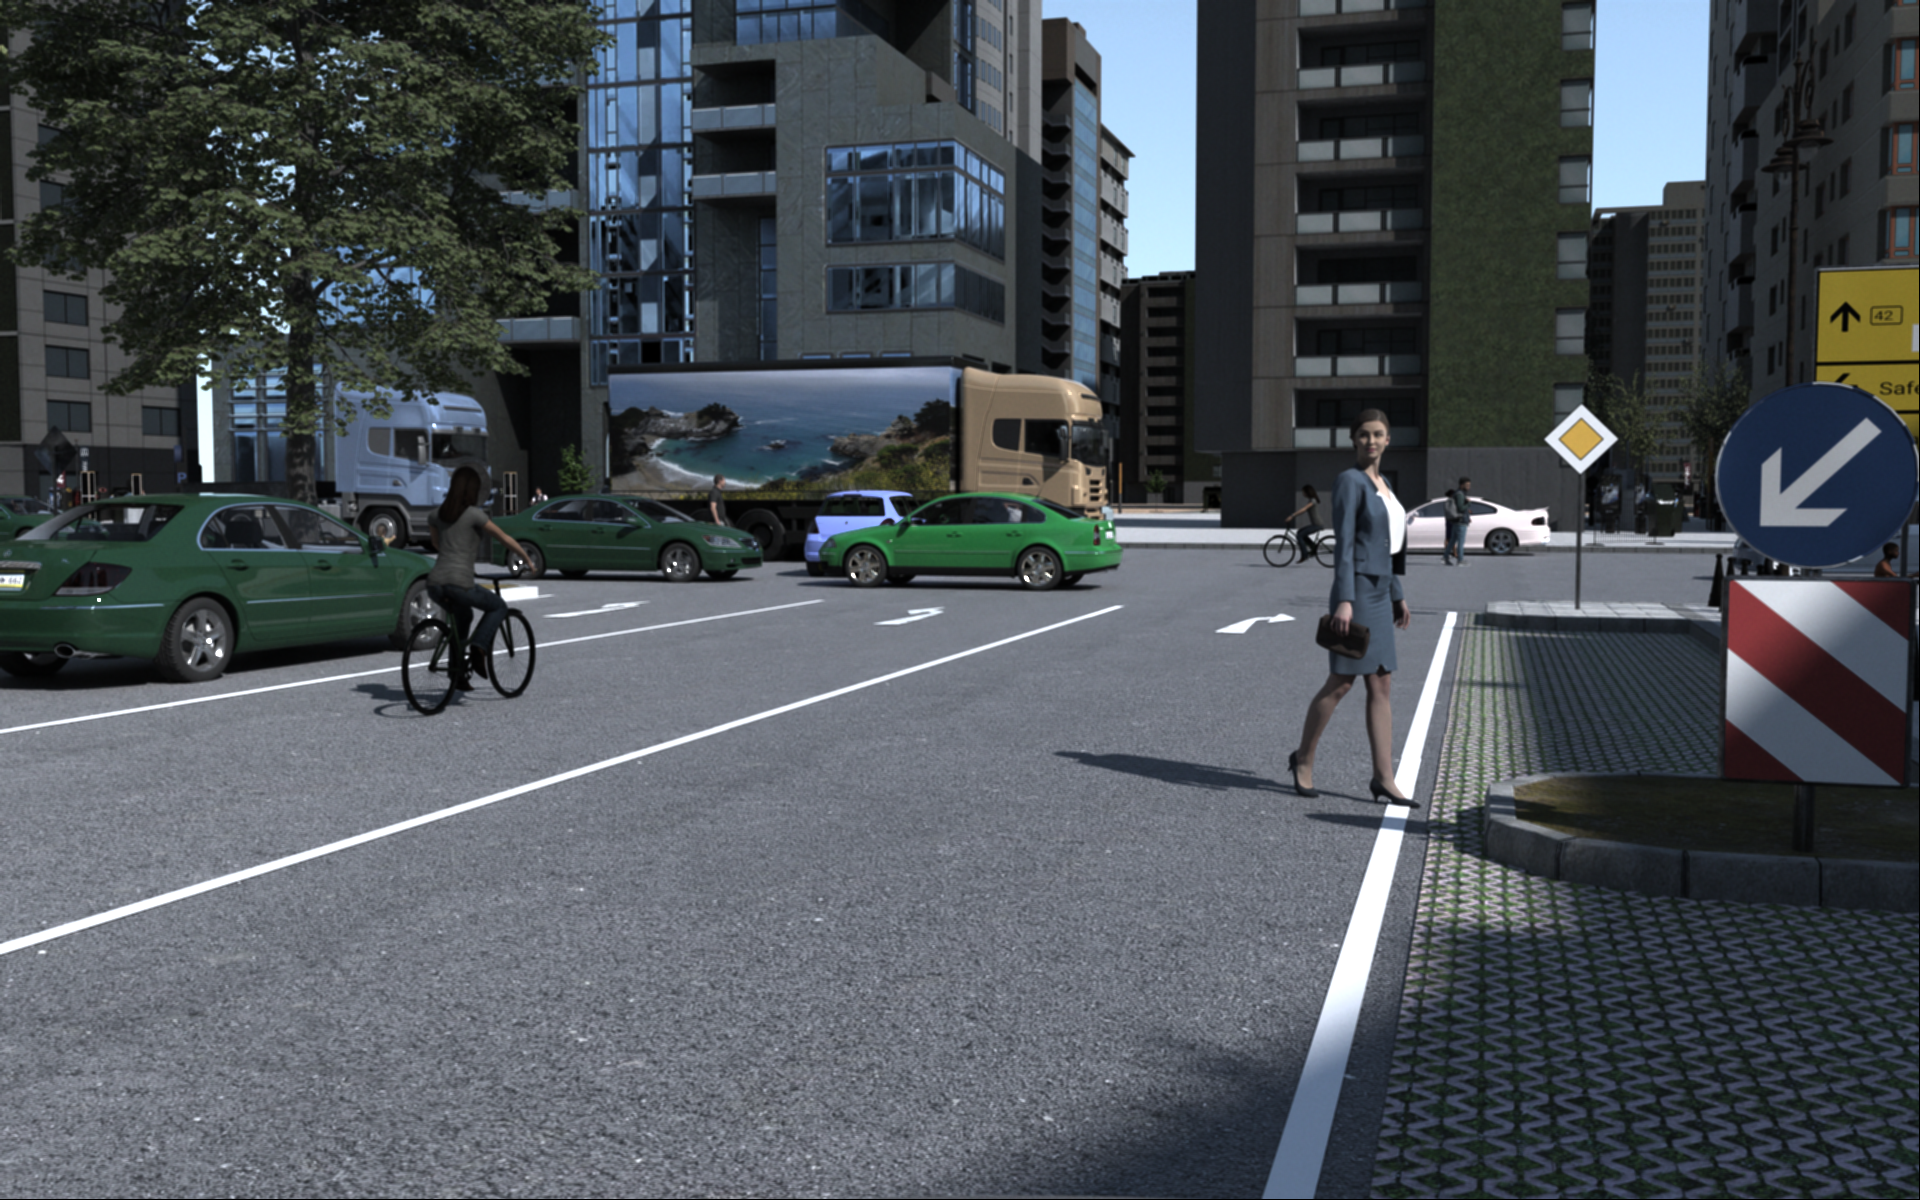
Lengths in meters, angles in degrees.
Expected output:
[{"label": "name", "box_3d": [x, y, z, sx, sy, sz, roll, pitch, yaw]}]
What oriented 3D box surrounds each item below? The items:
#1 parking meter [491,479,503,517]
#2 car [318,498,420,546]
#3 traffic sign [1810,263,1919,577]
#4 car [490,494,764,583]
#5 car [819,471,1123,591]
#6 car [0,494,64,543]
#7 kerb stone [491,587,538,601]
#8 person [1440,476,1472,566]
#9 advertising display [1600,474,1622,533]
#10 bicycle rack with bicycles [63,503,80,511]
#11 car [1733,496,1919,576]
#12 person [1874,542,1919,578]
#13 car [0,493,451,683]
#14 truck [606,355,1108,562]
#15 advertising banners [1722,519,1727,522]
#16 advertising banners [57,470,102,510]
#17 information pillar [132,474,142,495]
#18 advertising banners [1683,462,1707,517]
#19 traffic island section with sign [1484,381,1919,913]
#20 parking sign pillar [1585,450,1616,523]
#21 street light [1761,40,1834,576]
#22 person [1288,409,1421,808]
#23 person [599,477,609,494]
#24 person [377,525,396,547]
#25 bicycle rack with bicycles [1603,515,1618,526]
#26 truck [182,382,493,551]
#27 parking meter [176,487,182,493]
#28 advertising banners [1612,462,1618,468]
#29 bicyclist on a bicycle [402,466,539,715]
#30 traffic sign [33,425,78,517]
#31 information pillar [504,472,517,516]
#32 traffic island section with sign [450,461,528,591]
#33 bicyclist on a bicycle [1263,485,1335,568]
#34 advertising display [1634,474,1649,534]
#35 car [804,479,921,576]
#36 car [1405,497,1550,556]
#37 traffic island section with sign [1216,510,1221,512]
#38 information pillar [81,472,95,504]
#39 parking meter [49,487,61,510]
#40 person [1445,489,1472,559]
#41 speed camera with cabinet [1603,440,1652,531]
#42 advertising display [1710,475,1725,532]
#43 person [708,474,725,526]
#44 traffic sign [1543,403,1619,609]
[{"label": "parking meter", "box_3d": [-17.681, -3.698, 66.178, 0.399, 1.863, 0.255, 1, 4, 13]}, {"label": "car", "box_3d": [-16.458, -2.285, 47.583, 3.980, 1.641, 2.015, 1, 4, 19]}, {"label": "traffic sign", "box_3d": [8.709, -1.308, 15.255, 2.265, 3.308, 0.079, 1, 4, 17]}, {"label": "car", "box_3d": [-5.681, -1.064, 29.200, 4.920, 1.459, 2.131, 1, 4, 16]}, {"label": "car", "box_3d": [0.123, -1.095, 26.708, 4.718, 1.807, 1.959, 1, 4, 17]}, {"label": "car", "box_3d": [-22.054, -1.727, 40.039, 4.920, 1.459, 2.131, 1, 4, 15]}, {"label": "kerb stone", "box_3d": [-6.039, -0.079, 23.488, 0.120, 0.150, 1.000, 1, 4, 17]}, {"label": "person", "box_3d": [9.971, -1.573, 34.569, 0.721, 1.781, 0.623, -1, 4, -9]}, {"label": "advertising display", "box_3d": [21.384, -3.162, 56.912, 0.123, 1.923, 0.974, -1, 4, -16]}, {"label": "bicycle rack with bicycles", "box_3d": [-37.808, -3.572, 71.789, 2.852, 0.926, 2.925, -3, 5, -43]}, {"label": "car", "box_3d": [15.041, -0.991, 28.202, 4.499, 1.417, 2.014, 1, 4, 18]}, {"label": "person", "box_3d": [11.686, -0.295, 21.607, 0.655, 0.850, 0.859, 2, 4, 33]}, {"label": "car", "box_3d": [-6.183, -0.181, 14.752, 2.131, 1.459, 4.920, 1, 4, 18]}, {"label": "truck", "box_3d": [-1.913, -2.931, 36.841, 11.283, 4.237, 2.839, 1, 4, 18]}, {"label": "advertising banners", "box_3d": [35.032, -5.065, 78.997, 0.090, 3.025, 2.074, 2, 4, 35]}, {"label": "advertising banners", "box_3d": [-38.834, -4.896, 76.234, 0.090, 3.025, 2.074, 3, 4, 38]}, {"label": "information pillar", "box_3d": [-30.263, -3.623, 63.734, 0.304, 2.012, 0.304, -1, 4, -17]}, {"label": "advertising banners", "box_3d": [41.036, -6.120, 96.256, 2.074, 3.025, 0.090, -1, 4, -16]}, {"label": "traffic island section with sign", "box_3d": [3.144, 0.106, 6.903, 1.989, 1.847, 2.006, 1, 4, 17]}, {"label": "parking sign pillar", "box_3d": [28.657, -5.449, 77.567, 1.447, 3.967, 1.447, 0, 4, -2]}, {"label": "street light", "box_3d": [8.742, -2.779, 18.227, 0.468, 5.910, 1.993, 1, 4, 17]}, {"label": "person", "box_3d": [1.851, 0.028, 8.065, 0.581, 1.822, 0.654, -2, 4, -34]}, {"label": "person", "box_3d": [-8.407, -2.009, 41.447, 0.679, 1.850, 0.850, 2, 4, 33]}, {"label": "person", "box_3d": [-10.683, -0.958, 32.081, 0.347, 0.859, 0.695, 0, 4, -7]}, {"label": "bicycle rack with bicycles", "box_3d": [26.762, -3.337, 67.942, 2.925, 0.926, 2.852, 0, 4, -8]}, {"label": "truck", "box_3d": [-20.149, -3.322, 44.074, 18.799, 4.110, 2.967, 1, 4, 16]}, {"label": "parking meter", "box_3d": [-28.959, -3.427, 64.438, 0.372, 1.533, 0.369, 0, 3, 0]}, {"label": "advertising banners", "box_3d": [35.660, -5.924, 93.050, 0.090, 3.025, 2.074, -1, 4, -21]}, {"label": "bicyclist on a bicycle", "box_3d": [-3.290, -0.100, 11.656, 1.499, 1.676, 1.625, 1, 4, 16]}, {"label": "traffic sign", "box_3d": [-13.216, -1.326, 25.315, 0.795, 2.450, 0.064, 1, 4, 17]}, {"label": "information pillar", "box_3d": [-15.269, -3.324, 58.845, 0.304, 2.012, 0.304, 2, 4, 25]}, {"label": "traffic island section with sign", "box_3d": [-7.042, -0.955, 23.752, 2.006, 1.907, 1.989, 1, 4, 17]}, {"label": "bicyclist on a bicycle", "box_3d": [6.732, -1.453, 33.783, 1.625, 1.676, 1.499, 1, 4, 16]}, {"label": "advertising display", "box_3d": [21.855, -3.080, 55.565, 0.123, 1.923, 0.974, 0, 4, 3]}, {"label": "car", "box_3d": [-1.444, -1.321, 31.184, 1.945, 1.707, 3.694, 1, 4, 16]}, {"label": "car", "box_3d": [11.553, -1.774, 41.372, 4.827, 1.381, 2.083, 1, 4, 18]}, {"label": "traffic island section with sign", "box_3d": [21.633, -7.968, 138.897, 1.989, 1.847, 2.006, 1, 4, 17]}, {"label": "information pillar", "box_3d": [-28.531, -3.193, 56.699, 0.304, 2.012, 0.304, 1, 4, 10]}, {"label": "parking meter", "box_3d": [-31.816, -3.211, 60.908, 0.372, 1.533, 0.369, 0, 3, 0]}, {"label": "person", "box_3d": [11.005, -1.687, 38.449, 0.546, 1.535, 0.453, -2, 4, -30]}, {"label": "speed camera with cabinet", "box_3d": [23.595, -4.098, 61.341, 0.660, 3.252, 2.038, -1, 4, -13]}, {"label": "advertising display", "box_3d": [26.094, -3.325, 59.576, 0.974, 1.923, 0.123, -3, 4, -39]}, {"label": "person", "box_3d": [-4.548, -1.474, 32.720, 0.434, 1.807, 0.598, 0, 4, 6]}, {"label": "traffic sign", "box_3d": [6.867, -0.952, 19.208, 0.795, 2.450, 0.064, 1, 4, 17]}]
